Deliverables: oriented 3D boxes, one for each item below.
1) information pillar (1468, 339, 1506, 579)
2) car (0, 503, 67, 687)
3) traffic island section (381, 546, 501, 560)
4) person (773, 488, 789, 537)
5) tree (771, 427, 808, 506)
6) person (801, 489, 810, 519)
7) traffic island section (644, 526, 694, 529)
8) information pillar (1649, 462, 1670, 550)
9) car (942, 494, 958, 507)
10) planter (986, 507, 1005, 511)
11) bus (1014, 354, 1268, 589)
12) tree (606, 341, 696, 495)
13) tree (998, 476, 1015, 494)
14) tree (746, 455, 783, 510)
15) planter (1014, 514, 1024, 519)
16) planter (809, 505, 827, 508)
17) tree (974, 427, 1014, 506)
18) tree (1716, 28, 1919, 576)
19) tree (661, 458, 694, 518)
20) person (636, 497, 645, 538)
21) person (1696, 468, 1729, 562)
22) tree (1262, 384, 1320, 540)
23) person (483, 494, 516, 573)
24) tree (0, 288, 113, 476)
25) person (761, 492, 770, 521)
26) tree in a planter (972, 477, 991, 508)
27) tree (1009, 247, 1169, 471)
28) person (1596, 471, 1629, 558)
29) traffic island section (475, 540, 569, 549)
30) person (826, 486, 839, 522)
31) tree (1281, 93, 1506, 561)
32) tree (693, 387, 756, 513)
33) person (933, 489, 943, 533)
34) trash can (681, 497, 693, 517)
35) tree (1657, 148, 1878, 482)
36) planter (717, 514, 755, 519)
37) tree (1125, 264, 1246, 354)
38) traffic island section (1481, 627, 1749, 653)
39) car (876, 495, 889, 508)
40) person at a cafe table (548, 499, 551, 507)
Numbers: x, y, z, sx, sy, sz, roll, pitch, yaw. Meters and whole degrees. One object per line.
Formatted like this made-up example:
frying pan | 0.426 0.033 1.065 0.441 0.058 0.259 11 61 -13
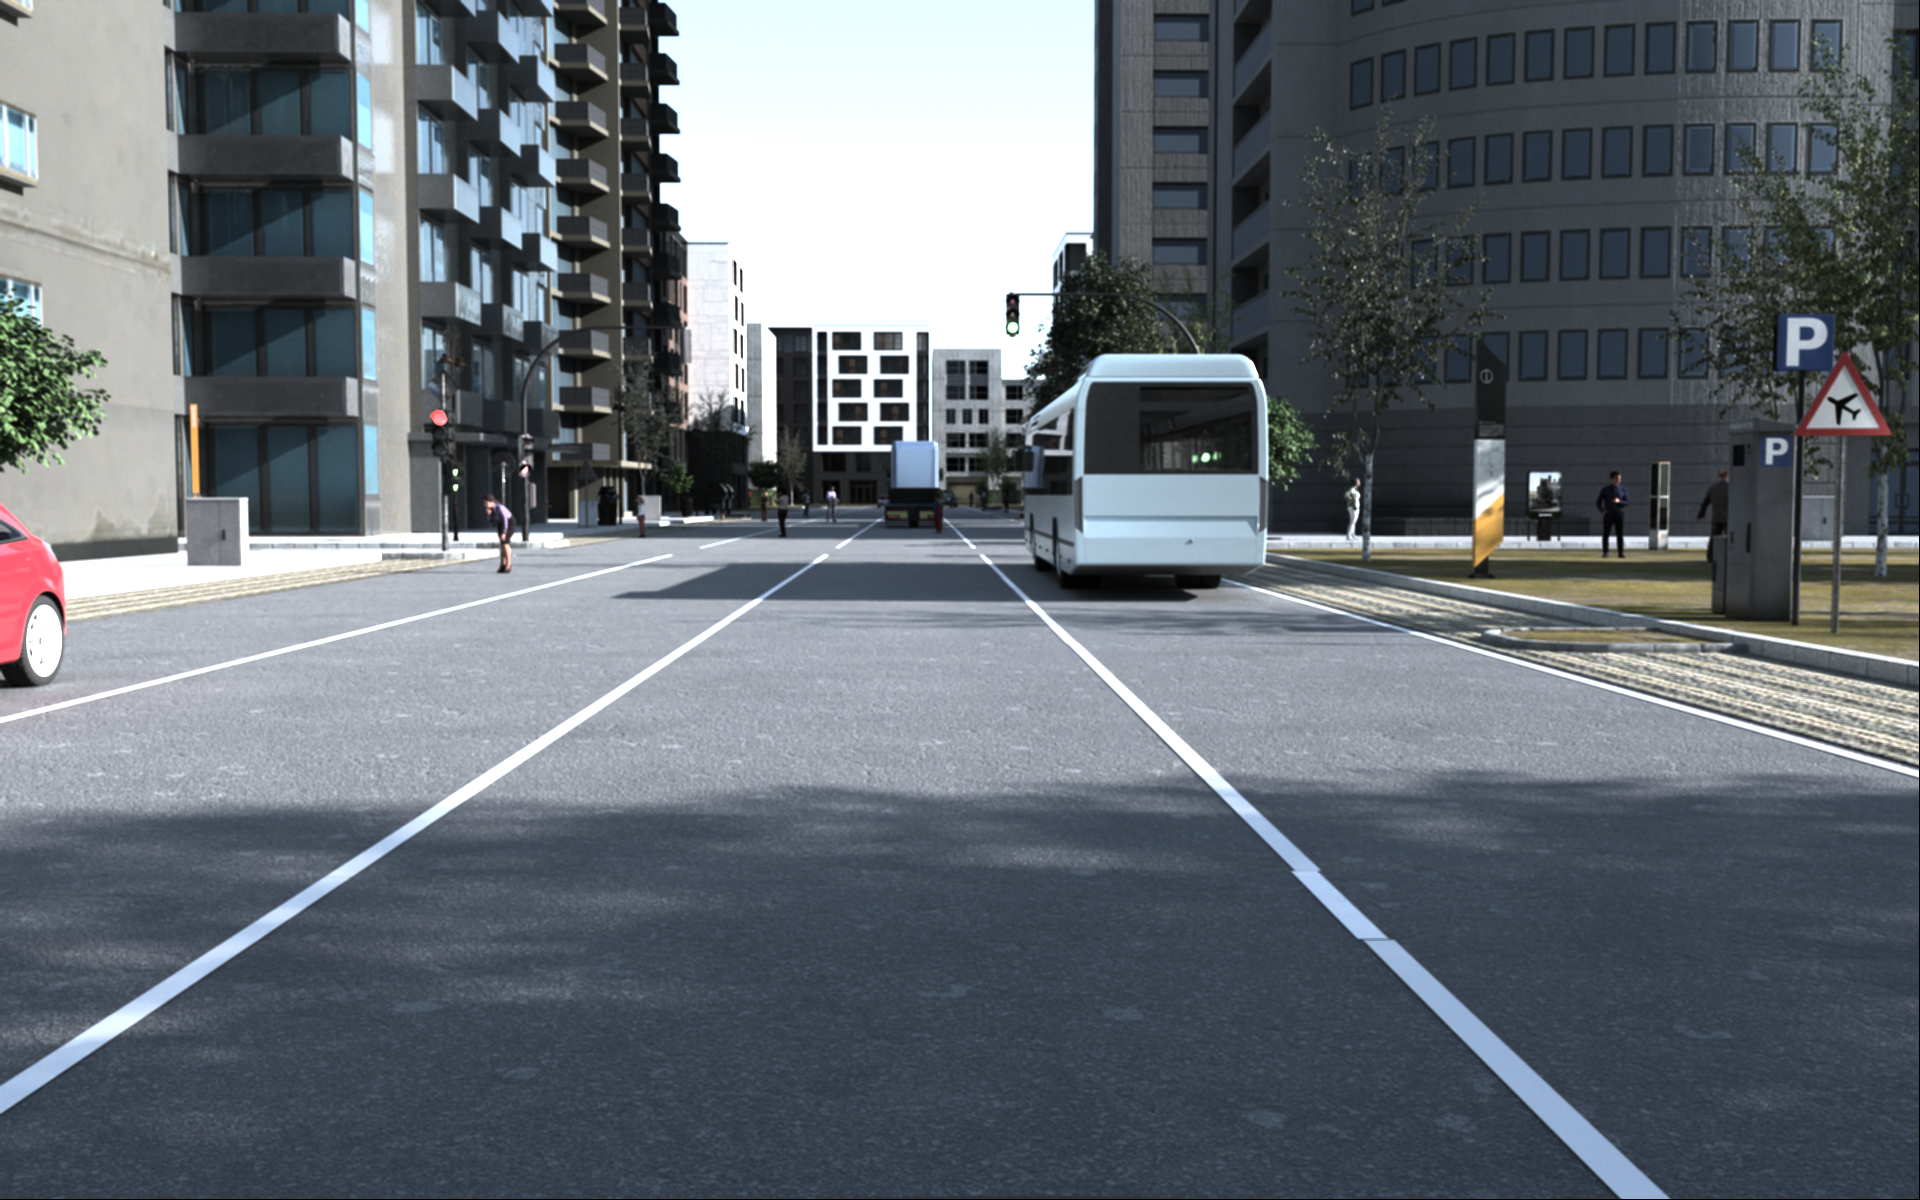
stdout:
information pillar | 8.021 -2.137 26.287 0.504 3.616 0.183 -1 4 -14
car | -7.645 -0.147 11.443 2.155 1.783 4.494 0 4 -3
traffic island section | -11.615 -1.025 39.040 2.009 0.180 2.903 0 4 -1
person | -5.978 -2.923 57.744 0.517 1.644 0.566 -1 4 -10
tree | -17.839 -14.246 183.292 4.360 8.622 3.978 0 3 0
person | -8.923 -5.590 100.616 0.376 1.734 0.841 2 4 28
traffic island section | -12.080 -2.985 71.674 1.991 0.108 1.994 0 4 -1
information pillar | 16.079 -2.161 39.827 0.304 2.012 0.304 -1 4 -17
car | -1.256 -10.953 190.873 2.131 1.459 4.920 0 4 -3
planter | 2.891 -7.851 149.498 1.991 0.319 1.994 0 4 -1
bus | 2.663 -2.113 29.410 2.948 3.499 13.247 0 4 -1
tree | -15.113 -8.126 83.224 4.360 8.622 3.978 0 3 0
tree | 5.059 -11.423 181.369 1.663 3.219 1.824 0 3 0
tree | -16.196 -9.807 144.063 4.285 4.588 4.351 0 3 0
planter | 4.103 -4.763 99.013 1.991 0.319 1.994 0 4 -1
planter | -14.552 -9.456 175.738 1.991 0.319 1.994 0 4 -1
tree | 3.726 -14.898 193.940 4.737 8.622 4.395 0 3 0
tree | 14.144 -4.675 26.798 4.737 8.622 4.395 0 3 0
tree | -15.210 -6.095 94.252 1.663 3.219 1.824 0 3 0
person | -10.475 -2.720 56.885 0.435 1.345 0.340 2 4 32
person | 14.231 -1.571 32.286 0.434 1.755 0.990 -3 4 -36
tree | 8.533 -4.014 49.351 4.285 4.588 4.351 0 3 0
person | -8.324 -1.198 31.321 0.421 1.427 0.697 2 4 29
tree | -13.939 -2.485 24.344 4.285 4.588 4.351 0 3 0
person | -10.363 -4.984 92.256 0.482 1.546 0.388 0 4 7
tree in a planter | 2.224 -11.015 177.317 1.991 3.239 1.994 0 4 -1
tree | 6.787 -10.001 80.519 9.611 12.733 9.660 0 3 0
person | 13.173 -1.721 34.892 0.576 1.737 0.504 0 4 3
traffic island section | -11.806 -1.513 47.023 2.009 0.180 2.903 0 4 -1
person | -6.439 -4.851 87.676 0.709 1.838 0.599 -3 4 -36
tree | 7.963 -5.056 33.026 4.360 8.622 3.978 0 3 0
tree | -16.478 -10.348 119.545 4.737 8.622 4.395 0 3 0
person | -0.827 -3.242 63.215 0.444 1.614 0.593 1 4 13
trash can | -15.349 -5.245 97.415 0.748 1.137 0.748 0 3 0
tree | 17.064 -5.244 36.100 4.360 8.622 3.978 0 3 0
planter | -12.708 -4.738 98.604 1.991 0.319 1.994 0 4 -1
tree | 7.228 -6.382 54.707 4.737 8.622 4.395 0 3 0
traffic island section | 6.074 0.390 16.497 1.991 0.108 1.994 0 4 -1
car | -7.774 -10.331 181.493 1.945 1.354 3.894 0 4 0
person at a cafe table | -20.460 -4.574 83.295 1.698 1.524 1.622 2 4 24
